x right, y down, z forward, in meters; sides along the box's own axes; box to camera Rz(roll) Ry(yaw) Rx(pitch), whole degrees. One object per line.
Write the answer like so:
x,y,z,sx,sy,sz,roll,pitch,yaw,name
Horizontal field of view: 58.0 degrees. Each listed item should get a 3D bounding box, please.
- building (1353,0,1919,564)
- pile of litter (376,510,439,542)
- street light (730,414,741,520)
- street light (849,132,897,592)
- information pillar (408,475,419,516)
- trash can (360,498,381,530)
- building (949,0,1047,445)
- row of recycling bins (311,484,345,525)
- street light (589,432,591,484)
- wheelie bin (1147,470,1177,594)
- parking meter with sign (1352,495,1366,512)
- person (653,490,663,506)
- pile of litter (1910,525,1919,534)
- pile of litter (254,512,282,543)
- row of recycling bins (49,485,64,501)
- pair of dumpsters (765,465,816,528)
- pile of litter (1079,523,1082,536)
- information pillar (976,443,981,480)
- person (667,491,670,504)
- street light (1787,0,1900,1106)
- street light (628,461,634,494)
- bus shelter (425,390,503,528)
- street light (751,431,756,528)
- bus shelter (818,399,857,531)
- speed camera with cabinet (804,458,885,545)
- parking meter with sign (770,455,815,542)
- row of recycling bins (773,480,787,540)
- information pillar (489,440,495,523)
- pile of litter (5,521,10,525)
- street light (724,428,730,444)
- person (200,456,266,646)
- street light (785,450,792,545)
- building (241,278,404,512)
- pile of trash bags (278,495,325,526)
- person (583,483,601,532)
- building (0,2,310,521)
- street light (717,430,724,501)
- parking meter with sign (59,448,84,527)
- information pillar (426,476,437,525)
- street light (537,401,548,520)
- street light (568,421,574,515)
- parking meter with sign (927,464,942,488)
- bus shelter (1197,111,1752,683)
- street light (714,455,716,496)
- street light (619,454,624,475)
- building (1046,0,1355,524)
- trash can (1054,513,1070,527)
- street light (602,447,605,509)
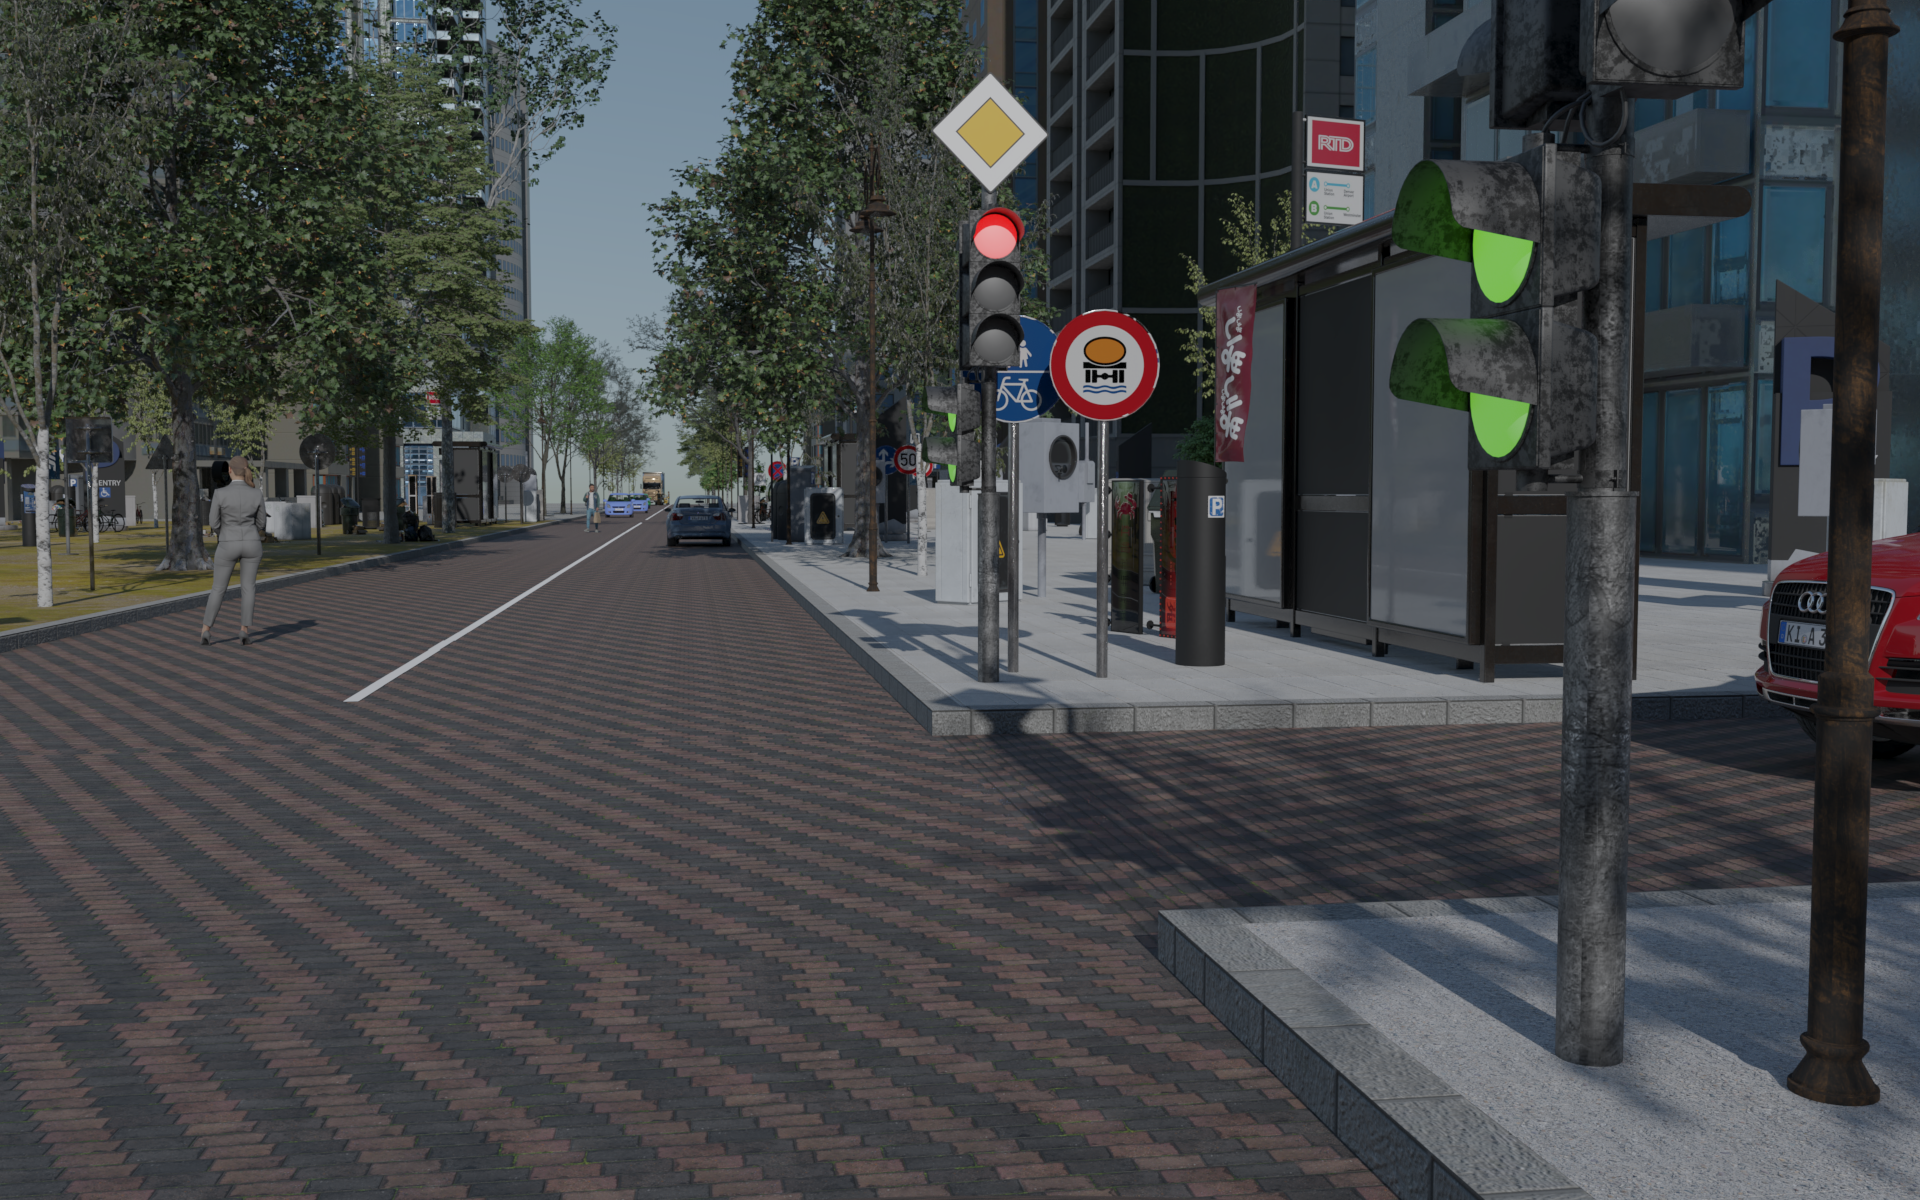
25.495,-25.803,41.488,30.456,49.044,23.786,-1,4,-9,building
-14.959,-2.010,46.830,1.719,0.858,1.176,-1,4,-20,pile of litter
-10.995,-6.905,85.683,0.468,5.910,1.993,-1,4,-9,street light
-1.144,-3.049,22.645,0.468,5.910,1.993,-1,4,-9,street light
-21.139,-3.823,66.993,0.304,2.012,0.304,0,4,-5,information pillar
-21.324,-3.122,62.695,0.748,1.137,0.748,0,3,0,trash can
7.245,-27.795,104.555,14.600,45.320,14.200,-1,4,-9,building
-26.533,-4.023,72.883,1.069,1.692,3.534,-1,4,-9,row of recycling bins
-27.491,-9.533,128.658,0.468,5.910,1.993,-1,4,-9,street light
2.847,-0.880,22.295,0.693,1.594,0.980,-3,5,-39,wheelie bin
8.504,-2.542,37.815,1.738,3.016,0.543,0,4,-5,parking meter with sign
-36.125,-12.197,207.544,1.348,1.869,0.705,-2,4,-34,person
15.219,-0.802,27.071,1.176,0.858,1.719,-2,4,-34,pile of litter
-18.665,-1.954,45.911,1.719,0.858,1.176,1,4,18,pile of litter
-41.099,-4.446,79.810,1.069,1.692,3.534,2,4,31,row of recycling bins
-5.960,-3.576,60.957,1.574,2.255,4.437,-1,4,-9,pair of dumpsters
4.343,-2.423,53.586,1.719,0.858,1.176,-3,5,-41,pile of litter
0.449,-3.149,42.840,0.504,3.616,0.183,2,4,31,information pillar
-40.697,-14.267,241.770,0.705,1.823,1.348,-1,4,-19,person
1.873,-1.881,3.537,0.468,5.910,1.993,-1,4,-9,street light
-40.342,-14.575,211.090,0.468,5.910,1.993,-1,4,-9,street light
-19.992,-5.639,69.824,2.179,5.291,8.768,-1,4,-9,bus shelter
-7.741,-5.624,64.745,0.468,5.910,1.993,-1,4,-9,street light
-4.038,-5.274,63.858,2.179,5.291,8.768,-1,4,-9,bus shelter
-2.941,-3.045,44.116,2.038,3.252,0.660,0,4,-6,speed camera with cabinet
-4.238,-3.055,46.204,1.738,3.016,0.543,1,4,14,parking meter with sign
-4.888,-2.606,49.713,1.069,1.692,3.534,0,4,-8,row of recycling bins
-20.567,-5.172,75.915,0.183,3.616,0.504,-2,4,-29,information pillar
-37.994,-3.317,68.199,1.176,0.858,1.719,0,4,0,pile of litter
-12.868,-7.628,97.500,0.468,5.910,1.993,-1,4,-9,street light
-6.909,-0.469,16.446,0.573,1.790,0.520,3,5,41,person
-4.336,-4.339,43.726,0.468,5.910,1.993,-1,4,-9,street light
-54.788,-16.708,118.215,27.650,21.520,28.899,-1,4,-9,building
-26.971,-3.603,68.660,3.447,1.369,1.912,-1,4,-13,pile of trash bags
-13.617,-3.413,64.289,0.794,1.824,0.713,1,4,15,person
-52.658,-24.427,91.258,32.217,40.220,23.993,-1,4,-9,building
-16.289,-8.942,118.992,0.468,5.910,1.993,-1,4,-9,street light
-34.059,-4.325,66.979,0.543,3.016,1.738,0,4,7,parking meter with sign
-21.931,-4.124,71.911,0.304,2.012,0.304,2,4,26,information pillar
-20.764,-6.935,86.168,0.468,5.910,1.993,-1,4,-9,street light
-24.151,-8.236,107.445,0.468,5.910,1.993,-1,4,-9,street light
-1.712,-5.213,81.493,1.738,3.016,0.543,-3,4,-38,parking meter with sign
3.682,-2.343,15.936,2.179,5.291,8.768,-1,4,-9,bus shelter
-19.511,-10.223,139.936,0.468,5.910,1.993,-1,4,-9,street light
-36.946,-13.239,189.243,0.468,5.910,1.993,-1,4,-9,street light
13.908,-39.140,78.184,20.563,71.187,20.611,-1,4,-9,building
4.018,-3.449,68.038,0.748,1.137,0.748,0,3,0,trash can
-30.783,-10.814,149.590,0.468,5.910,1.993,-1,4,-9,street light
